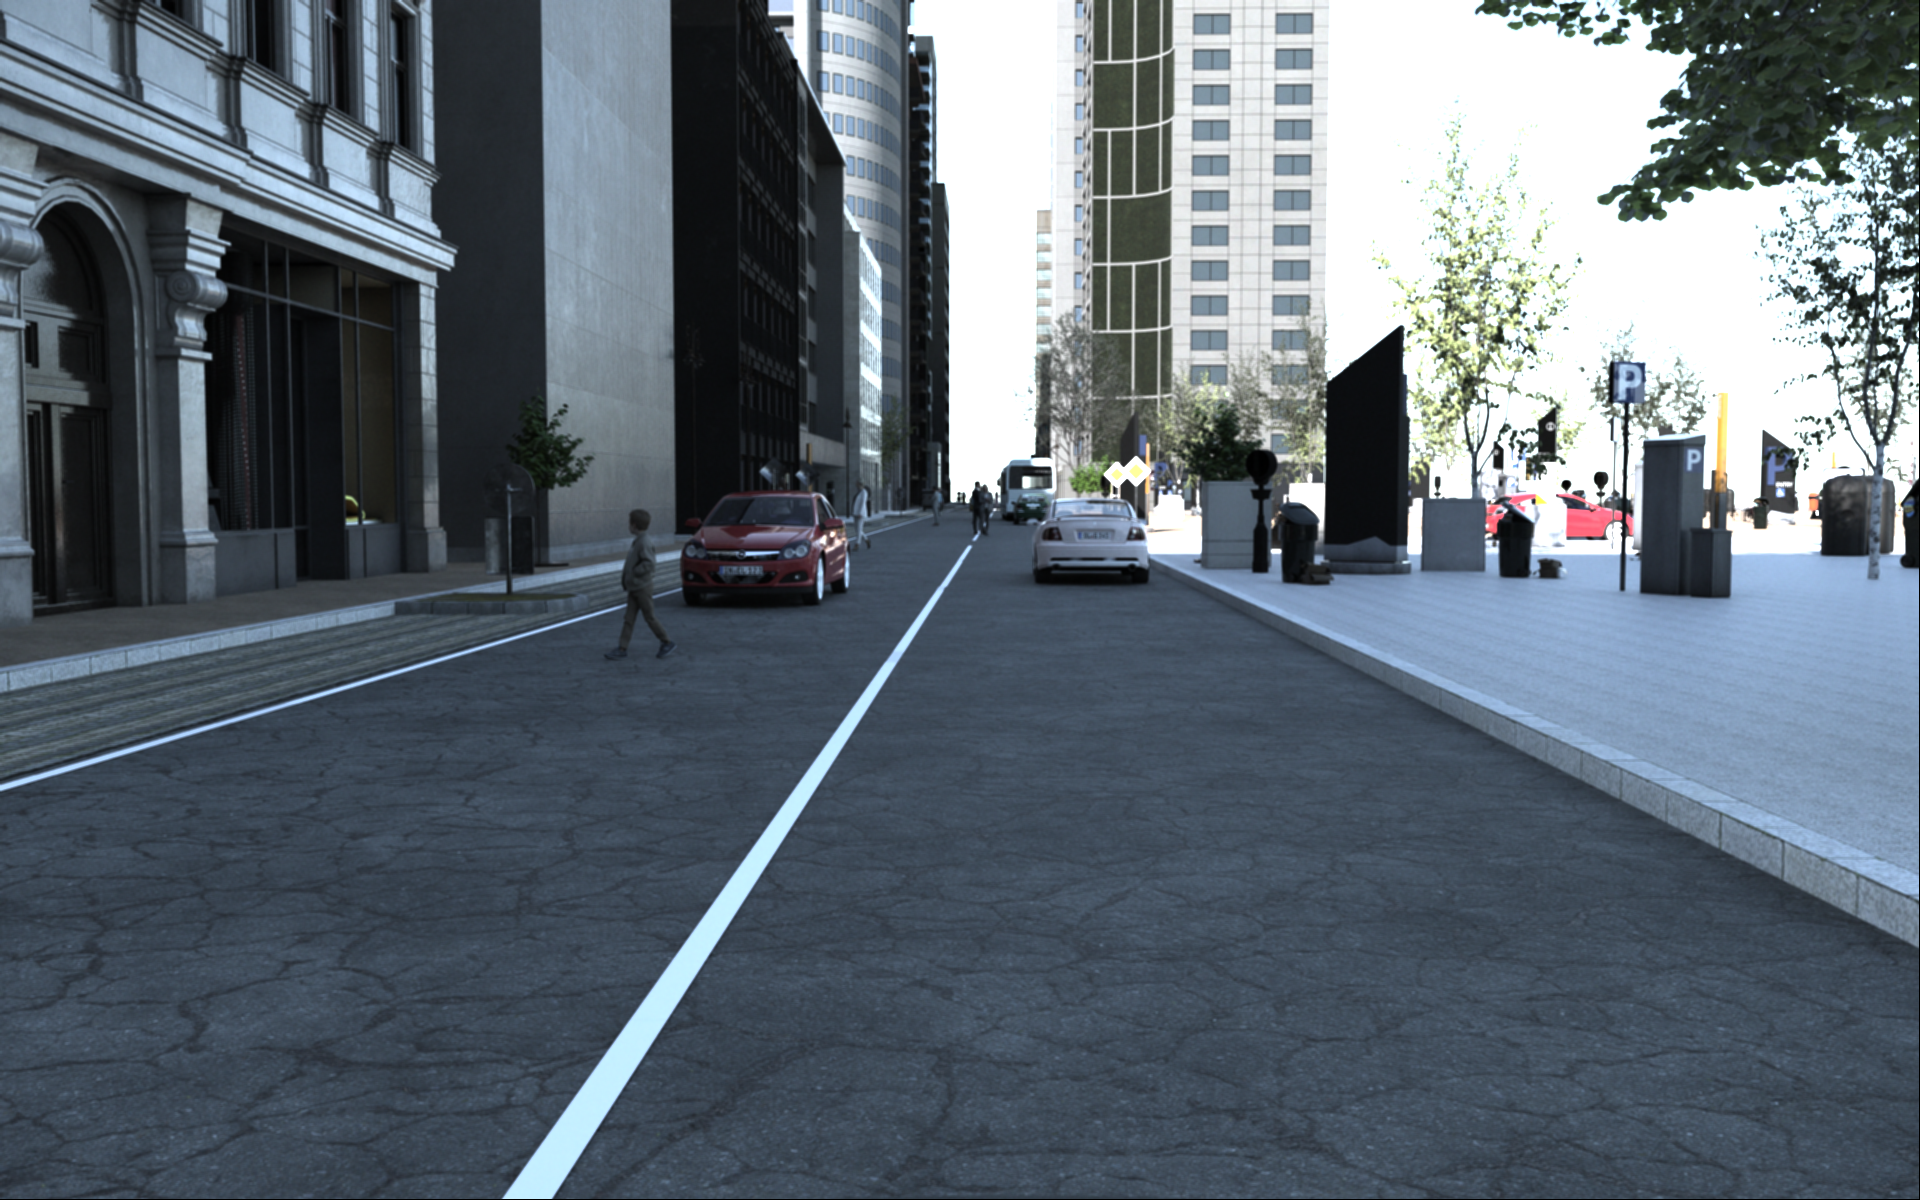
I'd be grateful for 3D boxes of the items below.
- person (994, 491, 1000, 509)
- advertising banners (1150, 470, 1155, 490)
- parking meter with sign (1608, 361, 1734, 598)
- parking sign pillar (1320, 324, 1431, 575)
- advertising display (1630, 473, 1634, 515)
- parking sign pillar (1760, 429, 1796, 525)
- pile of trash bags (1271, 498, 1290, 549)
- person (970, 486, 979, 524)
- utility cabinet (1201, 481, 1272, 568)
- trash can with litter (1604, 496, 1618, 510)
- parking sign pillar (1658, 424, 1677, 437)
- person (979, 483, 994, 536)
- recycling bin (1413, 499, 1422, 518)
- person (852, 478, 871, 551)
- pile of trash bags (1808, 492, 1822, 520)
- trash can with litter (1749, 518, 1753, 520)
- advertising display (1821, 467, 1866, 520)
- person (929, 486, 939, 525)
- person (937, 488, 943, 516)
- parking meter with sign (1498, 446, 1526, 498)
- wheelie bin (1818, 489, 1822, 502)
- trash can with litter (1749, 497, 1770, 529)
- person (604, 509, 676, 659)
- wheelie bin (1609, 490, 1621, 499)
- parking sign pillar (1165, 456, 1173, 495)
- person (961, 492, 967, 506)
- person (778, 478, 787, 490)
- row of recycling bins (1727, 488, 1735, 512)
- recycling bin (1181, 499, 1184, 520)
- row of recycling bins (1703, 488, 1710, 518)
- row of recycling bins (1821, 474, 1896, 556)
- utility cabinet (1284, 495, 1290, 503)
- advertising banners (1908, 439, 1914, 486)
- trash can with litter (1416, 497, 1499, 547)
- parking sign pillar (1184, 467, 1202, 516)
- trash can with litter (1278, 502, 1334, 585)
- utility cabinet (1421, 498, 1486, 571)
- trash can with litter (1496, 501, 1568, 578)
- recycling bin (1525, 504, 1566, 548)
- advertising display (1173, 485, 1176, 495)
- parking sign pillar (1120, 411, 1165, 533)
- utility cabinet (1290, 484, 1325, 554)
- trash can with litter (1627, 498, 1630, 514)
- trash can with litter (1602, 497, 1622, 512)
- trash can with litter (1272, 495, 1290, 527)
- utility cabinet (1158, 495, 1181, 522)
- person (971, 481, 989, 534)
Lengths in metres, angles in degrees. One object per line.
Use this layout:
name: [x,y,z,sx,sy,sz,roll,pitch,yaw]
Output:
person: [3.634,-9.881,170.717,0.621,1.740,0.551,2,4,29]
advertising banners: [14.954,-8.045,127.720,2.074,3.025,0.090,1,4,17]
parking meter with sign: [9.102,-1.582,22.125,0.543,3.016,1.738,-1,4,-22]
parking sign pillar: [6.614,-2.426,28.140,1.447,3.967,1.447,3,5,39]
advertising display: [21.063,-2.951,53.462,0.123,1.923,0.974,-1,4,-19]
parking sign pillar: [33.695,-5.067,71.320,1.447,3.967,1.447,0,4,-2]
pile of trash bags: [7.534,-1.843,39.888,3.447,1.369,1.912,0,4,3]
person: [0.832,-4.619,83.890,0.748,1.841,0.638,-1,4,-23]
utility cabinet: [4.757,-1.293,29.824,1.173,1.500,0.318,-1,4,-12]
trash can with litter: [21.740,-2.790,56.666,2.233,1.210,1.678,2,4,26]
parking sign pillar: [27.765,-4.866,68.025,1.447,3.967,1.447,0,4,0]
person: [0.922,-3.132,59.891,0.537,1.800,0.526,0,4,-1]
recycling bin: [24.796,-4.928,93.135,0.722,1.027,0.722,0,4,1]
person: [-2.481,-2.171,43.872,0.514,1.842,0.818,3,5,42]
pile of trash bags: [43.500,-4.712,86.785,3.447,1.369,1.912,-3,4,-37]
trash can with litter: [40.496,-4.683,87.622,2.233,1.210,1.678,-2,4,-26]
advertising display: [21.387,-2.247,41.948,0.123,1.923,0.974,-3,5,-40]
person: [-1.184,-4.313,79.196,0.466,1.800,0.511,0,4,2]
person: [-1.438,-6.457,113.933,0.638,1.841,0.748,-1,4,-13]
parking meter with sign: [20.072,-4.114,63.523,0.543,3.016,1.738,0,4,-8]
wheelie bin: [55.731,-6.348,111.691,0.693,1.594,0.980,-2,4,-31]
trash can with litter: [29.159,-3.165,63.135,0.624,1.170,1.055,2,4,30]
person: [-2.774,-0.141,15.084,0.640,1.303,0.475,-3,4,-36]
wheelie bin: [46.026,-6.957,121.651,0.693,1.594,0.980,3,5,45]
parking sign pillar: [12.424,-7.174,105.766,1.447,3.967,1.447,-2,4,-31]
person: [0.447,-12.629,215.715,1.217,1.736,0.721,-3,5,-41]
person: [-4.050,-1.850,39.025,0.520,1.790,0.573,-1,4,-18]
row of recycling bins: [53.291,-7.067,122.664,1.069,1.692,3.534,-2,4,-27]
recycling bin: [10.404,-4.388,84.298,0.722,1.027,0.722,-3,4,-36]
row of recycling bins: [38.005,-5.229,92.606,3.534,1.692,1.069,1,4,14]
row of recycling bins: [19.332,-1.837,37.141,1.069,1.692,3.534,3,5,39]
utility cabinet: [21.621,-6.225,112.942,1.020,1.237,0.306,-2,4,-26]
advertising banners: [30.722,-3.631,55.560,2.074,3.025,0.090,-3,5,-44]
trash can with litter: [12.287,-1.893,42.007,2.233,1.210,1.678,1,4,21]
parking sign pillar: [14.203,-7.073,104.118,1.447,3.967,1.447,0,4,-1]
trash can with litter: [5.022,-0.825,24.874,0.624,1.170,1.055,-1,4,-20]
utility cabinet: [8.228,-1.085,28.895,1.020,1.237,0.306,1,4,12]
trash can with litter: [8.809,-0.935,26.675,1.055,1.170,0.624,2,4,27]
recycling bin: [14.157,-1.795,41.902,0.722,1.027,0.722,-1,4,-14]
advertising display: [15.464,-7.380,125.871,0.123,1.923,0.974,3,4,37]
parking sign pillar: [5.709,-4.202,57.179,1.447,3.967,1.447,-1,4,-16]
utility cabinet: [7.551,-1.723,36.849,0.318,1.500,1.173,-3,4,-36]
trash can with litter: [25.096,-3.216,63.966,1.055,1.170,0.624,-3,5,-41]
trash can with litter: [26.699,-3.631,70.758,0.624,1.170,1.055,3,5,40]
trash can with litter: [11.636,-3.455,67.550,2.233,1.210,1.678,0,4,-3]
utility cabinet: [9.644,-4.185,79.589,1.020,1.237,0.306,0,4,-3]
person: [0.692,-3.290,61.659,0.474,1.900,0.648,-3,4,-37]
